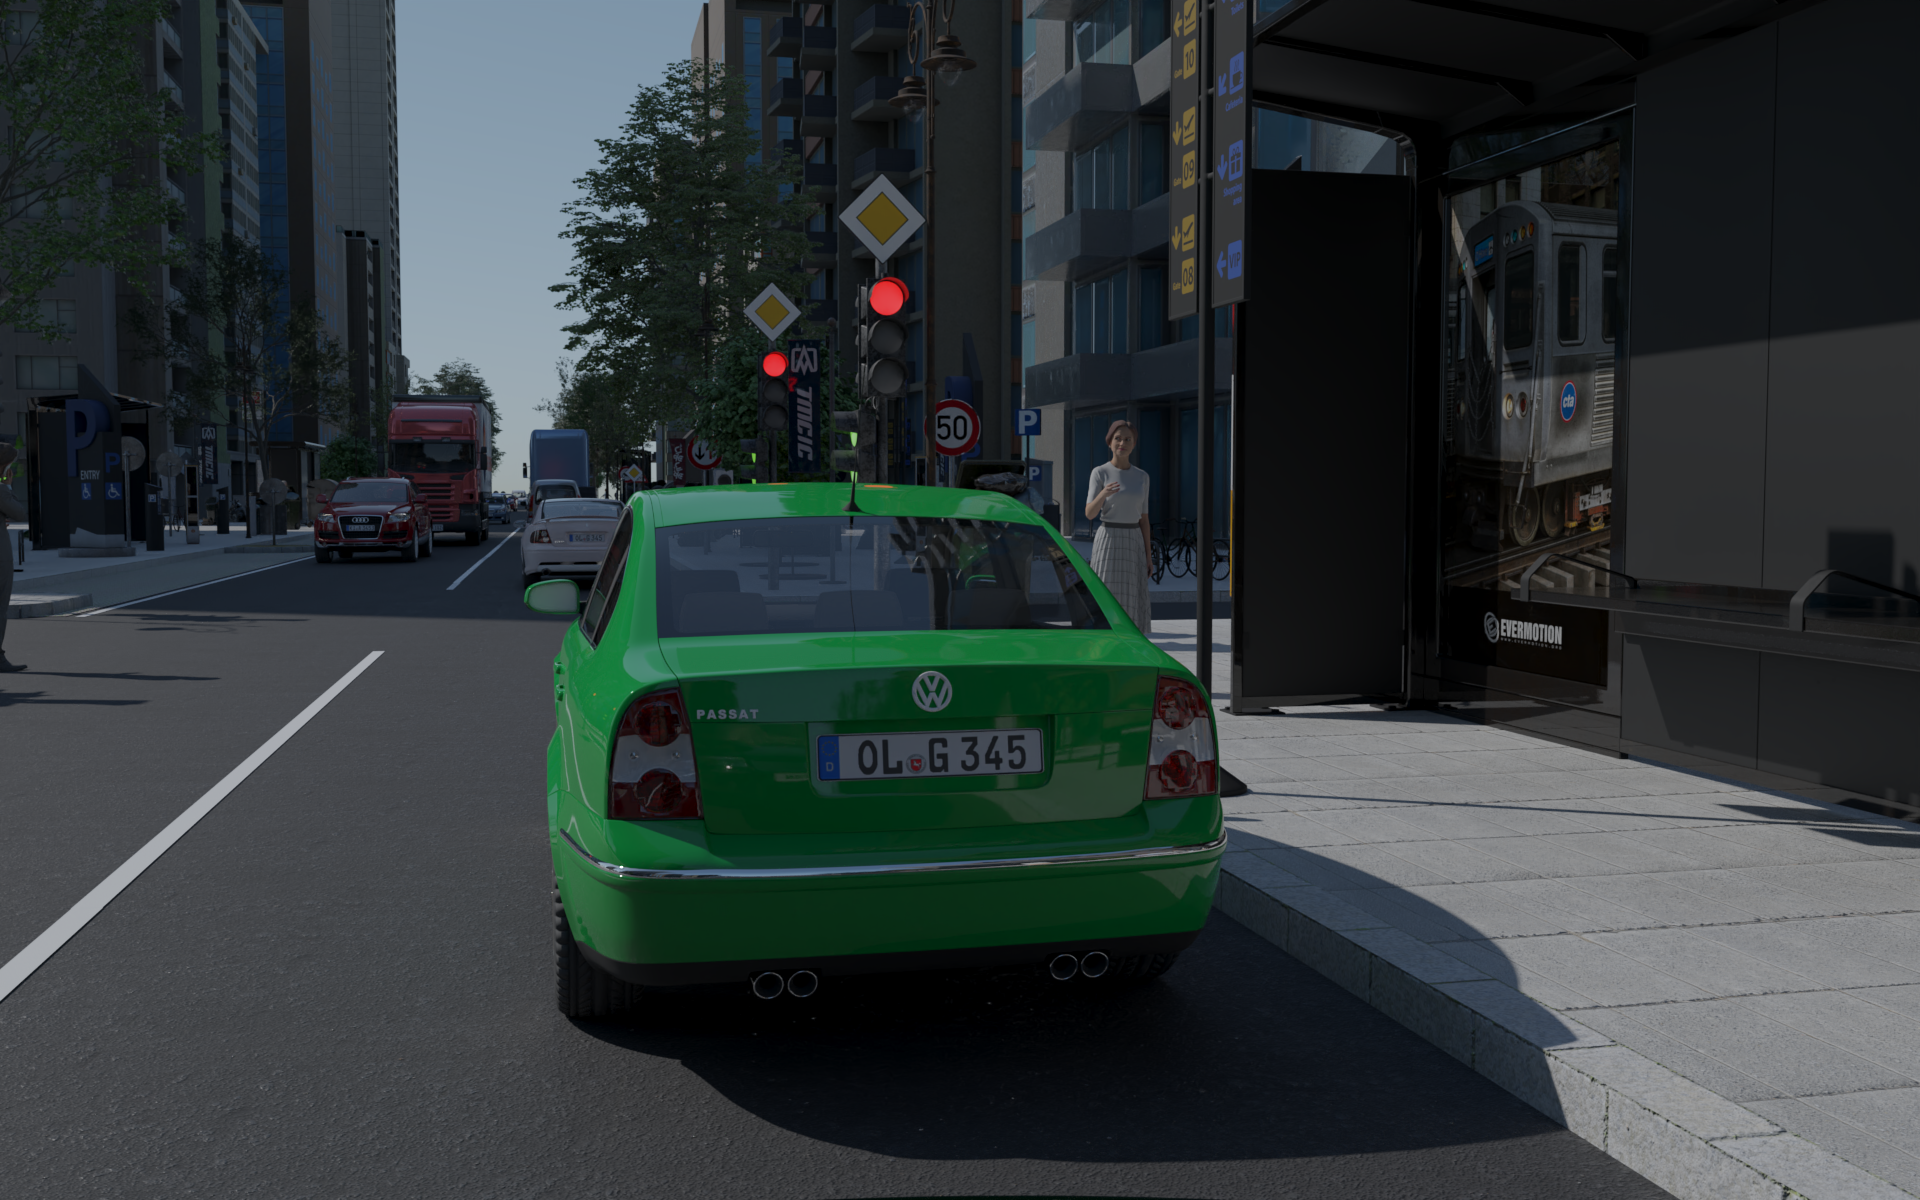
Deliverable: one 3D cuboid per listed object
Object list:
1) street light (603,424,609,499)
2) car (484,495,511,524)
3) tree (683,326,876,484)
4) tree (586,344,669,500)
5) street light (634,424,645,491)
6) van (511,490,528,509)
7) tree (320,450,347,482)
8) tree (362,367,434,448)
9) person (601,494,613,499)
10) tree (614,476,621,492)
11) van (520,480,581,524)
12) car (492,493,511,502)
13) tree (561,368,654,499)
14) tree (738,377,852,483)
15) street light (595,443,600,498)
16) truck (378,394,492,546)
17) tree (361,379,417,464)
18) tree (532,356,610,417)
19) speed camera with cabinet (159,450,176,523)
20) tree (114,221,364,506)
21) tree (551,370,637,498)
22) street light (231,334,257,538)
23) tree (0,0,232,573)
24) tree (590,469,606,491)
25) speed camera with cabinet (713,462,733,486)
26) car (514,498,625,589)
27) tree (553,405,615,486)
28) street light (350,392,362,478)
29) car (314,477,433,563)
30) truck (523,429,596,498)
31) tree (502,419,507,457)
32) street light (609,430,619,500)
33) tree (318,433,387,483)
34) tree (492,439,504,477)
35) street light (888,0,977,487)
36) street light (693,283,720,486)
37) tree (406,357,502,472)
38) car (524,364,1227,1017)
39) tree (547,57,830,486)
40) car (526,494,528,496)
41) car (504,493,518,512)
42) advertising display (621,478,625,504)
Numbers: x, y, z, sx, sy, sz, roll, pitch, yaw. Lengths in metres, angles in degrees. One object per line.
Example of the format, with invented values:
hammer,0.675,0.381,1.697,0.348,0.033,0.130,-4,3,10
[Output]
street light,-23.078,-8.592,113.261,0.468,5.910,1.993,-1,4,-13
car,-22.611,-4.365,83.376,2.014,1.417,4.499,-1,4,-11
tree,-3.207,-2.889,30.952,4.285,4.588,4.351,0,3,0
tree,-15.445,-8.070,82.299,4.360,8.622,3.978,0,3,0
street light,-12.338,-5.786,67.384,0.468,5.910,1.993,-1,4,-13
van,-42.511,-9.776,166.844,2.013,2.044,4.112,-1,4,-14
tree,-27.990,-5.007,76.463,1.663,3.219,1.824,0,3,0
tree,-32.612,-9.232,101.310,4.737,8.622,4.395,0,3,0
person,-35.743,-10.189,175.078,1.348,1.826,0.705,-1,4,-22
tree,-20.337,-6.840,106.435,1.663,3.219,1.824,0,3,0
van,-12.148,-2.746,51.913,2.013,2.044,4.112,-1,4,-14
car,-32.878,-6.935,122.978,1.945,1.707,3.694,-1,4,-14
tree,-27.357,-12.780,134.701,9.928,11.665,9.643,0,3,0
tree,-2.636,-1.930,26.156,1.663,3.219,1.824,0,3,0
street light,-29.692,-10.347,141.955,0.468,5.910,1.993,-1,4,-13
truck,-15.275,-3.808,51.179,2.839,4.237,11.283,-1,4,-13
tree,-35.171,-9.661,108.324,4.360,8.622,3.978,0,3,0
tree,-53.019,-23.499,240.094,12.611,20.169,13.585,0,3,0
speed camera with cabinet,-35.569,-5.084,77.453,0.660,3.252,2.038,-2,4,-33
tree,-24.154,-7.666,59.751,7.601,10.594,8.767,1,4,19
tree,-33.169,-14.631,156.227,9.611,12.733,9.660,0,3,0
street light,-20.651,-4.728,50.091,0.468,5.910,1.993,-1,4,-13
tree,-16.077,-6.245,27.860,9.928,11.665,9.643,0,3,0
tree,-38.405,-11.982,179.615,4.285,4.588,4.351,0,3,0
speed camera with cabinet,-9.288,-4.193,62.885,2.038,3.252,0.660,-2,4,-29
car,-6.068,-0.940,27.732,2.083,1.381,4.827,-1,4,-14
tree,-44.789,-18.560,210.106,9.857,13.997,8.962,0,3,0
street light,-27.450,-6.480,78.742,0.468,5.910,1.993,-1,4,-13
car,-12.752,-1.784,37.838,2.281,1.827,5.304,-1,4,-12
truck,-15.160,-4.691,66.461,2.967,4.110,18.799,-1,4,-15
tree,-53.066,-16.983,184.334,9.857,13.997,8.962,0,3,0
street light,-18.999,-7.540,96.067,0.468,5.910,1.993,-1,4,-13
tree,-29.545,-6.134,83.998,4.285,4.588,4.351,0,3,0
tree,-59.276,-16.211,215.417,4.360,8.622,3.978,0,3,0
street light,-0.252,-2.585,15.055,0.468,5.910,1.993,-1,4,-13
street light,-5.567,-3.993,38.066,0.468,5.910,1.993,-1,4,-13
tree,-47.960,-15.634,162.270,9.857,13.997,8.962,0,3,0
car,-0.574,0.155,6.257,1.959,1.807,4.718,-1,4,-13
tree,-7.176,-7.818,45.944,7.486,12.596,7.792,0,3,0
car,-54.671,-12.670,218.945,2.131,1.459,4.920,-1,4,-15
car,-37.419,-8.166,142.560,2.155,1.783,4.494,-1,4,-12
advertising display,-13.915,-4.057,71.550,0.123,1.923,0.974,-1,4,-14
